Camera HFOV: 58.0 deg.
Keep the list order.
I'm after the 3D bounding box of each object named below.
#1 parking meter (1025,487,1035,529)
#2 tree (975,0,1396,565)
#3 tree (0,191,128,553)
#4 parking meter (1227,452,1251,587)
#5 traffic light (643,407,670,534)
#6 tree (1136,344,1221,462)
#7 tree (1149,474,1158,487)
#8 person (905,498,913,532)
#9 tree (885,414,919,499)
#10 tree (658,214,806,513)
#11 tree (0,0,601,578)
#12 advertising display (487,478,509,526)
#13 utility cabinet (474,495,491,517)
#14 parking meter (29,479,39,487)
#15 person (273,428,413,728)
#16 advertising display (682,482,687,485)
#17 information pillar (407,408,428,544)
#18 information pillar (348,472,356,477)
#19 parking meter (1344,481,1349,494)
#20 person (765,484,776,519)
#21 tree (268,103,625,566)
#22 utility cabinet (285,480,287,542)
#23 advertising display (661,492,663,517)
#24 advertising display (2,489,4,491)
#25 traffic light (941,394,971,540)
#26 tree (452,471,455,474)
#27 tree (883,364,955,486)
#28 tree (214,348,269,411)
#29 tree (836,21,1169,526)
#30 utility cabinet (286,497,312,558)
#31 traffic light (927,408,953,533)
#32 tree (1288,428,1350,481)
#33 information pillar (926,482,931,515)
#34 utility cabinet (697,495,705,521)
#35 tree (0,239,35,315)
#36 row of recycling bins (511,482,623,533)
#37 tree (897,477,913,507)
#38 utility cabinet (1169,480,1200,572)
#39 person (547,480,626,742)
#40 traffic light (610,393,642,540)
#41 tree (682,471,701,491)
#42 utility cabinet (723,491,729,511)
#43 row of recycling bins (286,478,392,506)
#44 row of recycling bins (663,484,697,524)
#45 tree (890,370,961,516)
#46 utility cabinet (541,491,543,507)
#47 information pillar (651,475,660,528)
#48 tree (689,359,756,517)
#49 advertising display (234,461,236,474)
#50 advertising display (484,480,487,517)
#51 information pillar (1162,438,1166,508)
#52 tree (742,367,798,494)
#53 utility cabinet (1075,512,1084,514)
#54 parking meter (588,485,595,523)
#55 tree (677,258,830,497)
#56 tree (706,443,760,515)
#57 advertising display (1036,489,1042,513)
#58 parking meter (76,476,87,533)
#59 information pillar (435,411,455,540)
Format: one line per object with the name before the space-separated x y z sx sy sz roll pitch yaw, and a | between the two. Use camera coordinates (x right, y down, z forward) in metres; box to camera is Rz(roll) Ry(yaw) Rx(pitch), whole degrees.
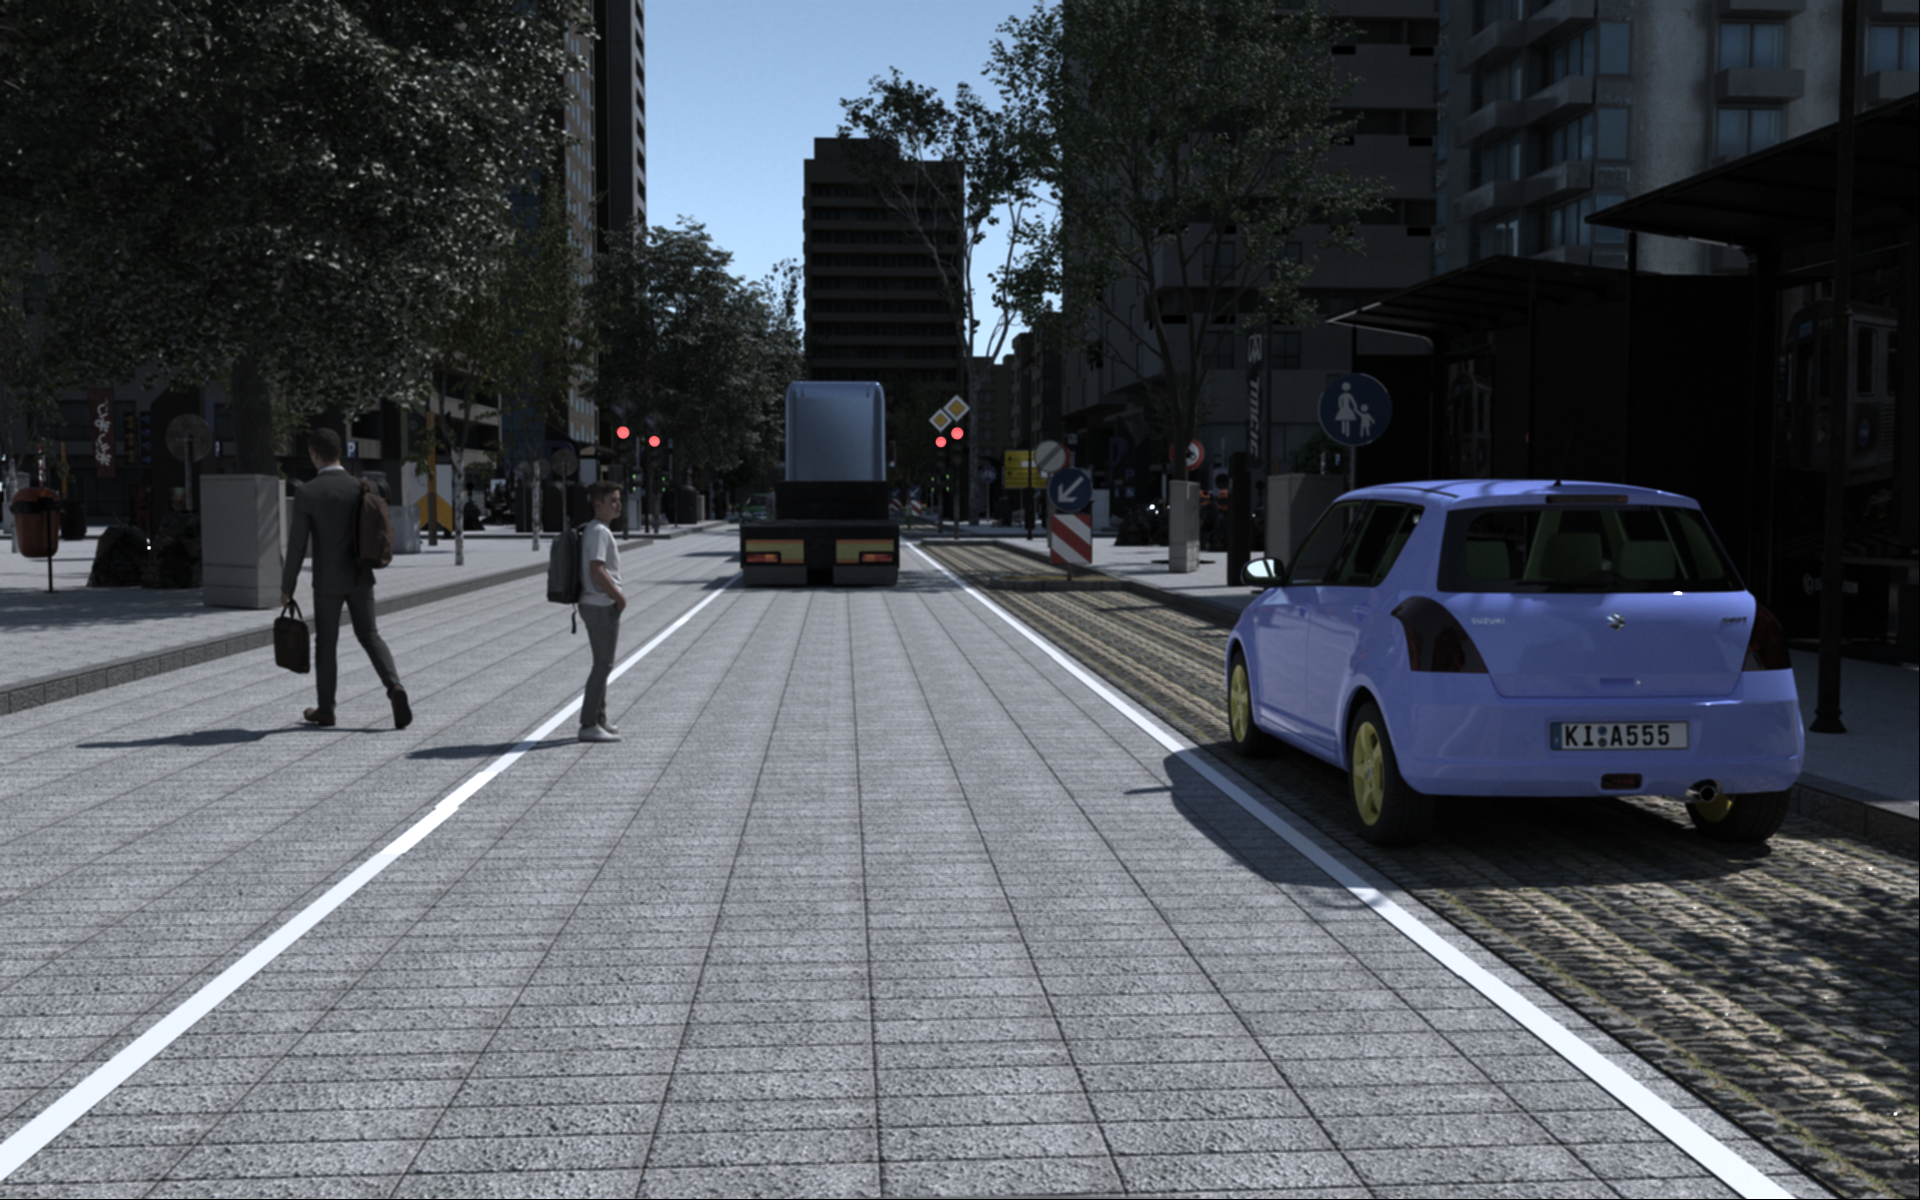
parking meter | 2.539 -3.341 63.042 0.372 1.533 0.369 0 3 0
tree | 4.138 -6.493 31.910 9.928 11.665 9.643 0 3 0
tree | -20.304 -5.326 37.443 4.360 8.622 3.978 0 3 0
parking meter | 3.895 -1.129 24.169 0.255 1.863 0.399 0 4 -5
traffic light | -9.847 -4.112 56.145 0.839 4.253 0.868 0 4 -4
tree | 10.807 -8.178 84.081 4.360 8.622 3.978 0 3 0
tree | 9.134 -5.769 88.918 1.663 3.219 1.824 0 3 0
person | -1.898 -3.177 64.699 0.306 1.304 0.590 1 4 17
tree | -7.691 -17.792 209.021 7.486 12.596 7.792 0 3 0
tree | -12.845 -10.544 79.047 9.857 13.997 8.962 0 3 0
tree | -8.762 -7.010 21.265 9.857 13.997 8.962 0 3 0
advertising display | -18.634 -3.966 70.059 0.974 1.923 0.123 2 4 31
utility cabinet | -27.244 -5.370 98.960 1.020 1.237 0.306 1 4 13
parking meter | -36.568 -3.831 68.356 0.399 1.863 0.255 0 4 0
person | -3.776 -0.129 10.571 0.822 1.834 0.622 3 4 38
advertising display | -15.071 -5.458 94.459 0.974 1.923 0.123 0 4 -6
information pillar | -14.030 -3.269 44.797 0.504 3.616 0.183 -1 4 -11
information pillar | -20.675 -3.318 58.749 0.304 2.012 0.304 -3 4 -38
parking meter | 6.409 -1.263 29.056 0.372 1.533 0.369 0 3 0
person | -7.066 -3.455 65.267 0.678 1.792 0.850 1 4 12
tree | -8.916 -4.938 31.104 4.737 8.622 4.395 0 3 0
utility cabinet | -10.981 -1.097 26.615 1.173 1.500 0.318 0 4 6
advertising display | -17.286 -5.688 98.209 0.974 1.923 0.123 -3 4 -37
advertising display | -70.291 -7.464 127.246 0.123 1.923 0.974 -2 4 -32
traffic light | -0.116 -3.663 48.818 0.839 4.253 0.868 0 4 -4
tree | -24.038 -5.213 79.837 1.663 3.219 1.824 0 3 0
tree | -3.358 -11.567 123.540 8.767 10.594 7.601 -3 5 -44
tree | -26.305 -7.057 65.739 4.737 8.622 4.395 0 3 0
tree | 1.830 -13.039 69.078 12.611 20.169 13.585 0 3 0
utility cabinet | -13.493 -1.437 34.658 1.020 1.237 0.306 -2 4 -24
traffic light | -0.658 -4.151 56.784 0.839 4.253 0.868 0 4 -4
tree | 17.215 -5.972 81.348 4.285 4.588 4.351 0 3 0
information pillar | -1.941 -6.301 107.517 0.304 2.012 0.304 -1 4 -11
utility cabinet | -12.617 -4.348 82.250 1.020 1.237 0.306 2 4 28
tree | -17.808 -4.775 28.433 4.737 8.622 4.395 0 3 0
row of recycling bins | -13.169 -3.133 58.335 3.534 1.692 1.069 -1 4 -12
tree | -5.519 -10.962 173.824 1.663 3.219 1.824 0 3 0
utility cabinet | 3.719 -1.217 28.584 0.318 1.500 1.173 1 4 18
person | -2.104 0.062 10.081 0.503 1.515 0.523 3 4 38
traffic light | -9.304 -3.624 48.178 0.839 4.253 0.868 0 4 -4
tree | -19.889 -8.152 127.881 1.663 3.219 1.824 0 3 0
utility cabinet | -17.336 -7.322 128.391 0.318 1.500 1.173 0 4 -2
row of recycling bins | -16.621 -2.377 45.975 3.534 1.692 1.069 1 4 20
row of recycling bins | -11.991 -4.148 74.937 1.069 1.692 3.534 -1 4 -17
tree | -1.897 -9.290 102.254 4.737 8.622 4.395 0 3 0
utility cabinet | -27.525 -6.385 113.079 1.173 1.500 0.318 1 4 13
information pillar | -11.656 -3.784 66.354 0.304 2.012 0.304 0 4 -5
tree | -12.955 -8.641 91.649 4.360 8.622 3.978 0 3 0
advertising display | -13.538 -1.710 33.171 0.123 1.923 0.974 1 4 12
advertising display | -21.549 -4.586 80.190 0.974 1.923 0.123 -3 5 -45
information pillar | 8.611 -5.001 73.123 0.183 3.616 0.504 0 4 -5
tree | -17.264 -14.776 151.965 12.009 13.543 11.850 0 3 0
utility cabinet | 4.806 -3.703 71.702 0.306 1.237 1.020 2 4 33
parking meter | -9.115 -2.135 43.313 0.372 1.533 0.369 0 3 0
tree | -15.372 -17.240 137.761 12.611 20.169 13.585 0 3 0
tree | -14.261 -7.603 108.021 4.285 4.588 4.351 0 3 0
advertising display | 5.255 -6.931 118.534 0.123 1.923 0.974 -3 4 -39
parking meter | -28.705 -3.112 56.586 0.255 1.863 0.399 -2 4 -28
information pillar | -14.513 -3.506 48.680 0.504 3.616 0.183 -3 5 -40
